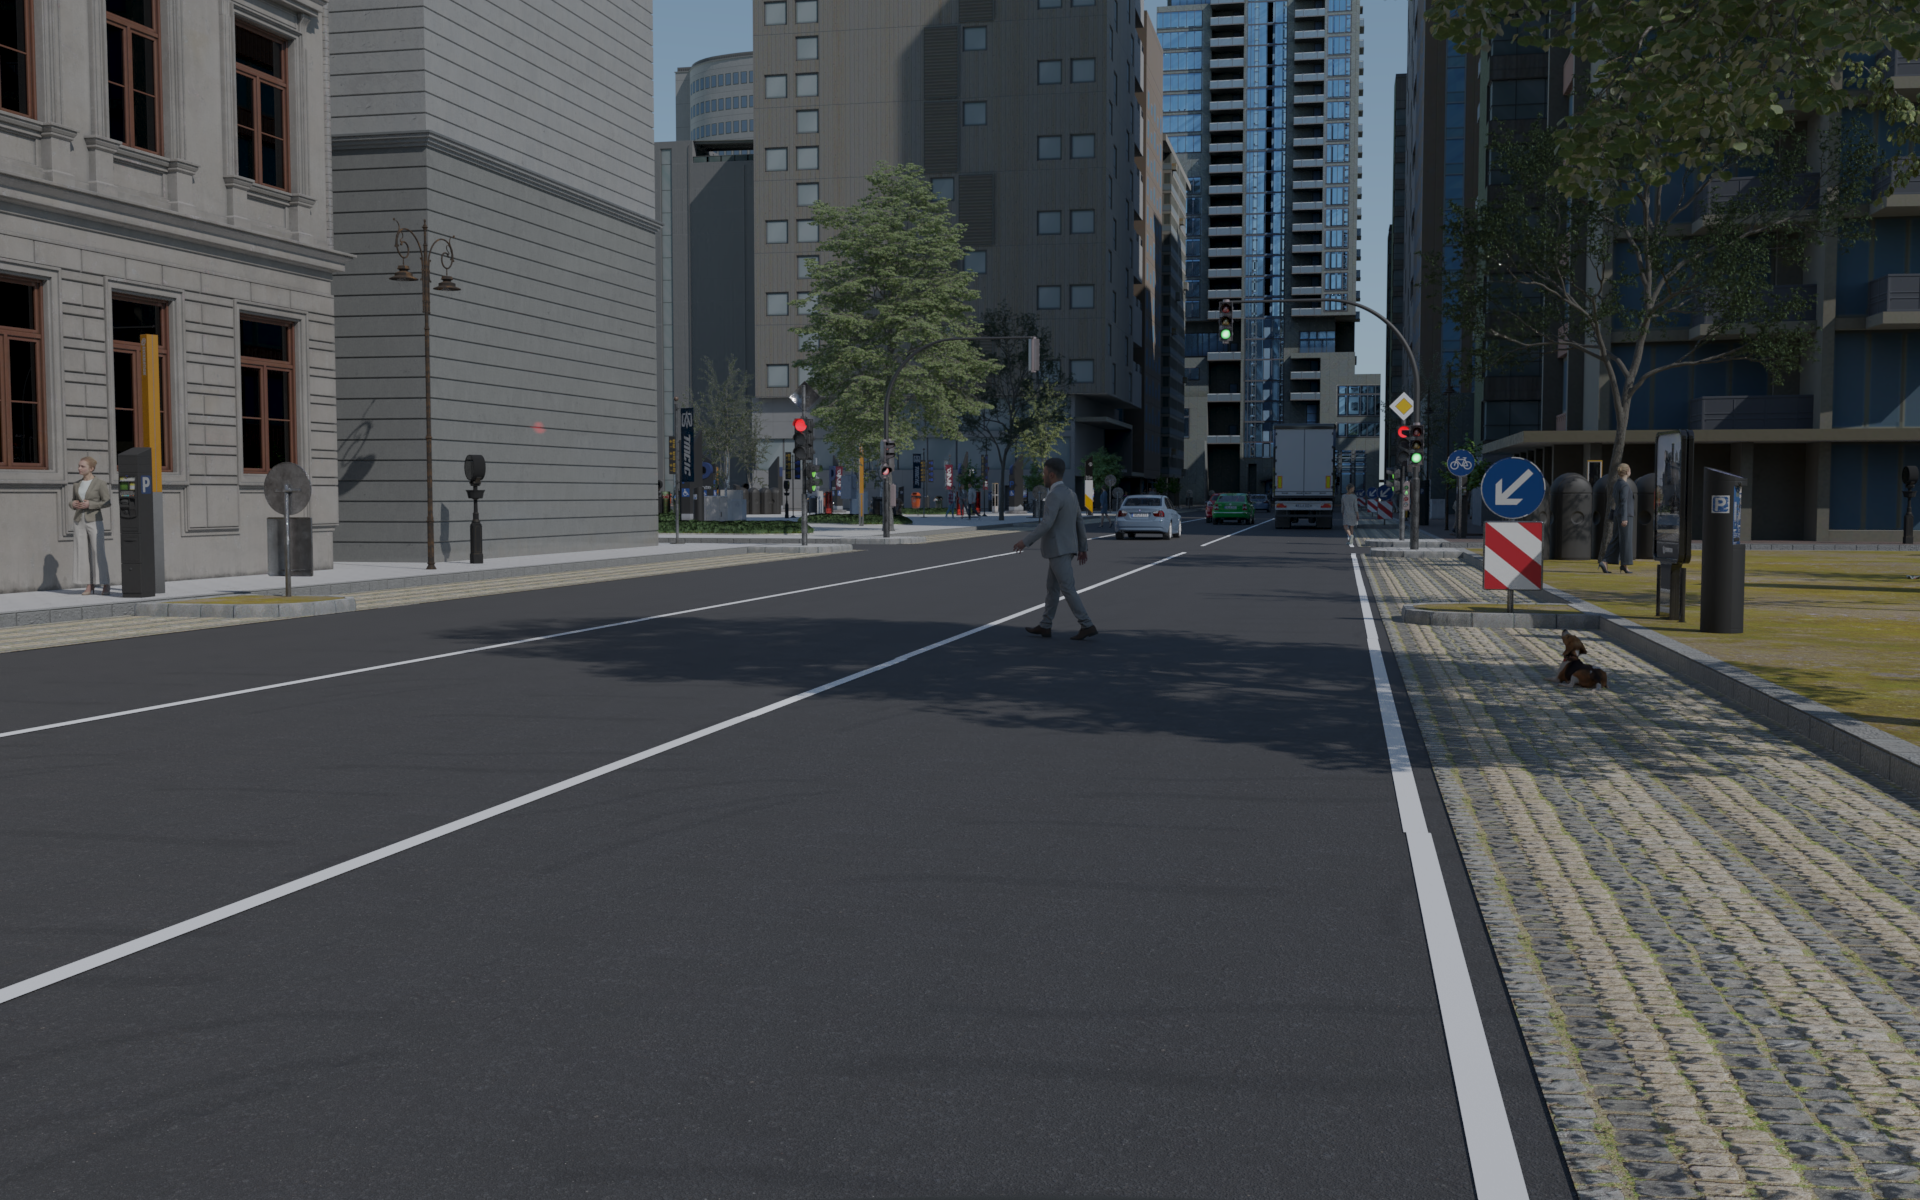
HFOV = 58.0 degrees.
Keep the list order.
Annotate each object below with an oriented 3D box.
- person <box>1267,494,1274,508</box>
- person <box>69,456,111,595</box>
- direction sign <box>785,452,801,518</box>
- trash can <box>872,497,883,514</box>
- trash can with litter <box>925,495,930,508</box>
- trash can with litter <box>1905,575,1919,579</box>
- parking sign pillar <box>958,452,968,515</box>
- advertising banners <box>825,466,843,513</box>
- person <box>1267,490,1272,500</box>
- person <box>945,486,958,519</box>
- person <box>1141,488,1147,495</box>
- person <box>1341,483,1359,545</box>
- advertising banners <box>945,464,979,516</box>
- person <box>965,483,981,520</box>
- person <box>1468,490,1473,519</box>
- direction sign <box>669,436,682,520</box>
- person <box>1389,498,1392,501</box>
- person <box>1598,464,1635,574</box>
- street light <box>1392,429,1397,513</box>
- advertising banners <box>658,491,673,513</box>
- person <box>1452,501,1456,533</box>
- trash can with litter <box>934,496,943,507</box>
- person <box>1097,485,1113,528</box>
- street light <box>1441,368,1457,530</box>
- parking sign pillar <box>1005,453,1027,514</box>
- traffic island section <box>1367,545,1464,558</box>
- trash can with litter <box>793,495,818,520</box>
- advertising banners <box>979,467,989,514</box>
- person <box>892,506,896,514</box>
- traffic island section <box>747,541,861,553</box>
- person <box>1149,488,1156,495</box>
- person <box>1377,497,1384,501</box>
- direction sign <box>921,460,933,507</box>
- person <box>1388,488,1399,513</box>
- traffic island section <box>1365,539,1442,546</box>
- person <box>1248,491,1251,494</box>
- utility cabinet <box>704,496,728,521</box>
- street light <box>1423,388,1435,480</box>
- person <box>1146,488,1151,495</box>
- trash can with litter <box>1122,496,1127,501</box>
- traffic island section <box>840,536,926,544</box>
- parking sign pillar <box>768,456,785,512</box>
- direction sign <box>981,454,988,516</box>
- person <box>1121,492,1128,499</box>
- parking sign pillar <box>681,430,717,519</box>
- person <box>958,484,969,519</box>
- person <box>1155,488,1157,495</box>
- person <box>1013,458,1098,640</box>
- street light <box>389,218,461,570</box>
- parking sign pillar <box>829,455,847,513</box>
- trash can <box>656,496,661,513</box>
[{"bbox_3d":[32.655,-10.623,182.737,0.990,1.755,0.434,1,4,9],"label":"person"},{"bbox_3d":[-11.066,-0.940,21.965,0.519,1.759,0.362,0,4,7],"label":"person"},{"bbox_3d":[-8.982,-6.187,93.154,0.876,3.537,0.379,1,4,16],"label":"direction sign"},{"bbox_3d":[-4.390,-4.992,93.276,0.748,1.137,0.748,0,3,0],"label":"trash can"},{"bbox_3d":[-2.077,-6.796,122.165,2.233,1.210,1.678,1,4,23],"label":"trash can with litter"},{"bbox_3d":[15.382,-0.942,26.458,2.233,1.210,1.678,0,4,-8],"label":"trash can with litter"},{"bbox_3d":[0.198,-7.385,109.217,1.447,3.967,1.447,1,4,11],"label":"parking sign pillar"},{"bbox_3d":[-8.287,-6.895,108.916,2.074,3.025,0.090,1,4,20],"label":"advertising banners"},{"bbox_3d":[31.828,-10.395,178.548,0.705,1.814,1.350,3,5,40],"label":"person"},{"bbox_3d":[-0.435,-5.124,90.662,0.643,1.720,0.563,3,4,39],"label":"person"},{"bbox_3d":[14.816,-8.059,138.524,0.721,1.735,1.217,3,5,42],"label":"person"},{"bbox_3d":[11.007,-2.418,48.791,0.466,1.731,0.760,0,4,-5],"label":"person"},{"bbox_3d":[0.035,-6.518,102.752,2.074,3.025,0.090,-2,4,-25],"label":"advertising banners"},{"bbox_3d":[0.633,-4.856,85.283,0.795,1.843,0.661,-2,4,-27],"label":"person"},{"bbox_3d":[26.232,-5.028,88.378,0.709,1.813,0.853,1,4,18],"label":"person"},{"bbox_3d":[-10.998,-4.656,68.122,0.876,3.537,0.379,0,4,-4],"label":"direction sign"},{"bbox_3d":[31.642,-7.375,127.305,1.217,1.739,0.721,1,4,10],"label":"person"},{"bbox_3d":[10.640,-1.312,27.912,0.534,1.772,0.576,-1,4,-22],"label":"person"},{"bbox_3d":[30.277,-9.024,120.329,0.468,5.910,1.993,1,4,12],"label":"street light"},{"bbox_3d":[-14.623,-5.247,81.973,2.074,3.025,0.090,-2,4,-28],"label":"advertising banners"},{"bbox_3d":[16.575,-2.890,57.567,0.640,1.303,0.475,-3,4,-39],"label":"person"},{"bbox_3d":[-1.458,-6.617,119.568,0.624,1.170,1.055,0,4,6],"label":"trash can with litter"},{"bbox_3d":[6.179,-3.989,73.740,0.654,1.822,0.581,2,4,33],"label":"person"},{"bbox_3d":[17.200,-5.397,61.025,0.468,5.910,1.993,1,4,12],"label":"street light"},{"bbox_3d":[3.647,-7.585,112.487,1.447,3.967,1.447,2,4,28],"label":"parking sign pillar"},{"bbox_3d":[10.508,-1.085,40.020,2.009,0.180,2.903,1,4,12],"label":"traffic island section"},{"bbox_3d":[-7.090,-4.589,86.087,2.233,1.210,1.678,3,4,39],"label":"trash can with litter"},{"bbox_3d":[1.102,-7.017,110.908,2.074,3.025,0.090,-3,5,-40],"label":"advertising banners"},{"bbox_3d":[-3.097,-4.408,78.515,0.834,1.777,0.661,2,4,27],"label":"person"},{"bbox_3d":[-3.891,-1.278,43.171,2.009,0.180,2.903,1,4,12],"label":"traffic island section"},{"bbox_3d":[13.473,-6.910,121.278,0.655,1.846,0.447,2,4,27],"label":"person"},{"bbox_3d":[38.626,-9.327,158.483,1.348,1.831,0.705,-3,5,-40],"label":"person"},{"bbox_3d":[-2.203,-7.533,115.160,0.876,3.537,0.379,0,4,0],"label":"direction sign"},{"bbox_3d":[29.095,-6.706,115.965,0.850,1.792,0.678,2,4,35],"label":"person"},{"bbox_3d":[12.219,-1.562,47.820,2.009,0.180,2.903,1,4,12],"label":"traffic island section"},{"bbox_3d":[32.518,-11.407,195.444,0.683,1.767,0.568,-3,5,-42],"label":"person"},{"bbox_3d":[-8.824,-3.128,62.300,0.306,1.237,1.020,3,5,41],"label":"utility cabinet"},{"bbox_3d":[20.463,-6.299,75.769,0.468,5.910,1.993,1,4,12],"label":"street light"},{"bbox_3d":[15.303,-8.128,139.489,0.990,1.755,0.434,1,4,22],"label":"person"},{"bbox_3d":[11.726,-6.785,122.321,0.624,1.170,1.055,1,4,16],"label":"trash can with litter"},{"bbox_3d":[-2.181,-1.755,50.971,2.009,0.180,2.903,1,4,12],"label":"traffic island section"},{"bbox_3d":[-13.241,-8.310,124.341,1.447,3.967,1.447,-3,4,-38],"label":"parking sign pillar"},{"bbox_3d":[1.407,-6.571,99.438,0.379,3.537,0.876,-2,4,-24],"label":"direction sign"},{"bbox_3d":[12.129,-7.170,126.490,0.991,1.433,0.599,0,4,-1],"label":"person"},{"bbox_3d":[-11.245,-5.146,72.617,1.447,3.967,1.447,1,4,15],"label":"parking sign pillar"},{"bbox_3d":[0.219,-5.040,88.726,0.520,1.790,0.573,-3,4,-39],"label":"person"},{"bbox_3d":[15.733,-8.218,140.934,0.617,1.759,0.750,-3,4,-39],"label":"person"},{"bbox_3d":[0.991,-0.512,17.141,0.850,1.792,0.678,2,4,27],"label":"person"},{"bbox_3d":[-8.999,-3.456,29.296,0.468,5.910,1.993,1,4,12],"label":"street light"},{"bbox_3d":[-8.576,-8.029,119.752,1.447,3.967,1.447,-2,4,-29],"label":"parking sign pillar"},{"bbox_3d":[-17.876,-5.609,103.361,0.748,1.137,0.748,0,3,0],"label":"trash can"}]
